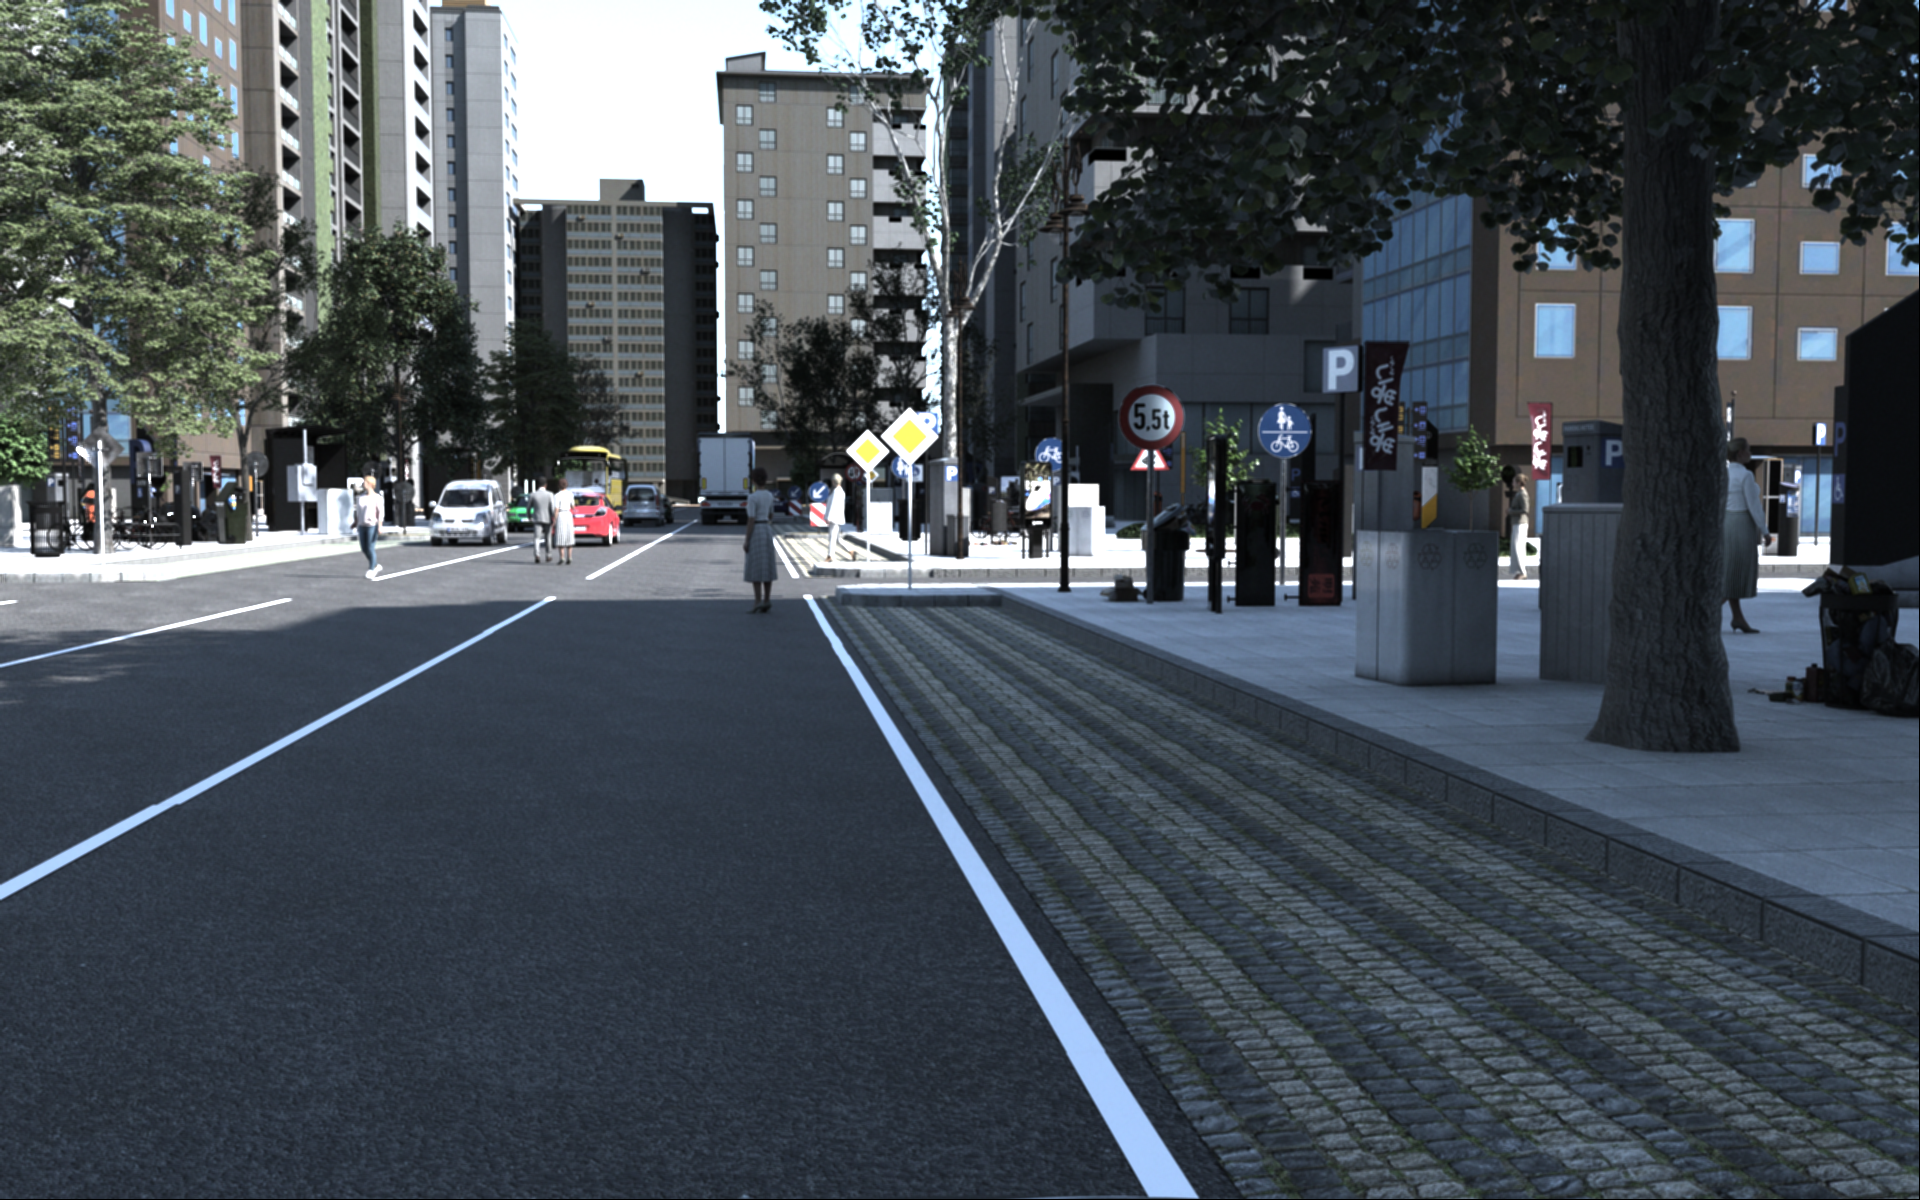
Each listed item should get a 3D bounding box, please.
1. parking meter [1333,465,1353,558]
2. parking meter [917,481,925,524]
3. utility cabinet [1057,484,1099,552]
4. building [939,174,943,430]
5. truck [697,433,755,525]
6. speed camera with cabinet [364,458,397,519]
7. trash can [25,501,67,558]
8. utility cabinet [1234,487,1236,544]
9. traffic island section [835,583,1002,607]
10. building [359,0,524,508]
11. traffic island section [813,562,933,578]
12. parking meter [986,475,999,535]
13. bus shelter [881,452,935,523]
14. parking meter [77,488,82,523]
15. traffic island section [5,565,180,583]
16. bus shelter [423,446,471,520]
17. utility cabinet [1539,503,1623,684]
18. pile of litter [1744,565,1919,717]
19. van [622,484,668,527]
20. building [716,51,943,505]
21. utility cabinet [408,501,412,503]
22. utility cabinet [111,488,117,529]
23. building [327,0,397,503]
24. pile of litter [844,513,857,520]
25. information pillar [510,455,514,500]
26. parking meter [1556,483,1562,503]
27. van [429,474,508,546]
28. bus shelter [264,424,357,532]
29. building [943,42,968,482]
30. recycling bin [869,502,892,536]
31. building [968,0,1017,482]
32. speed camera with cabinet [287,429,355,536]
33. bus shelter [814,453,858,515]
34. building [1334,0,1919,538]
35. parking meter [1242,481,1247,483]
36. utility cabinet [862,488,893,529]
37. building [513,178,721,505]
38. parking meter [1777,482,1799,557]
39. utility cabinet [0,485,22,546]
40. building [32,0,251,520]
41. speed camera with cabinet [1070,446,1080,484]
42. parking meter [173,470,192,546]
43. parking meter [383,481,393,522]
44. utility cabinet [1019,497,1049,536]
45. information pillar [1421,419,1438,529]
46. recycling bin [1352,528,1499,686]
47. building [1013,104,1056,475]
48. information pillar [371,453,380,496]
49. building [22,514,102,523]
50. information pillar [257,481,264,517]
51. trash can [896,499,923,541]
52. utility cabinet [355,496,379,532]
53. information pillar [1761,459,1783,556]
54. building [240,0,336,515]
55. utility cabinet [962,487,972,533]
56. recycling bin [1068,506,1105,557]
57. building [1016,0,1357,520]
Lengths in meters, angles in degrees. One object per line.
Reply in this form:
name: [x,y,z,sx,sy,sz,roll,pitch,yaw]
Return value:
parking meter: [7.749,-1.796,35.084,0.255,1.863,0.399,-2,4,-23]
parking meter: [-1.628,-4.231,74.889,0.399,1.863,0.255,1,4,9]
utility cabinet: [2.615,-1.821,38.447,0.318,1.500,1.173,3,5,39]
building: [5.335,-34.387,212.338,14.200,45.320,14.600,0,4,-7]
truck: [-11.287,-5.851,84.584,2.839,4.237,11.283,0,4,-6]
speed camera with cabinet: [-30.193,-5.883,90.525,0.660,3.252,2.038,2,4,33]
trash can: [-18.520,-1.436,35.126,0.748,1.137,0.748,0,3,0]
utility cabinet: [7.188,-2.184,44.380,0.318,1.500,1.173,1,4,11]
traffic island section: [-0.628,-0.058,23.224,2.009,0.180,2.903,0,4,-7]
building: [-67.308,-40.677,207.066,28.212,58.520,21.231,0,4,-7]
traffic island section: [-1.609,-0.542,31.149,2.009,0.180,2.903,0,4,-7]
parking meter: [1.025,-2.975,54.352,0.399,1.863,0.255,0,4,8]
bus shelter: [-2.404,-5.167,78.398,2.014,3.302,5.546,0,4,-7]
parking meter: [-36.490,-3.892,72.053,0.372,1.533,0.369,0,3,0]
traffic island section: [-14.652,-0.444,29.545,2.009,0.180,2.903,0,4,-7]
bus shelter: [-25.904,-5.926,88.167,1.731,3.624,6.357,0,4,-7]
utility cabinet: [4.490,-0.036,11.751,1.020,1.237,0.306,3,4,39]
pile of litter: [5.611,0.210,10.530,1.176,0.858,1.719,0,4,-5]
van: [-14.094,-4.298,77.284,2.013,2.044,4.112,0,4,-7]
building: [-16.184,-38.350,216.264,27.495,52.752,28.713,0,4,-7]
utility cabinet: [-28.375,-4.738,88.630,0.306,1.237,1.020,-3,4,-36]
utility cabinet: [-30.932,-3.295,62.547,0.318,1.500,1.173,0,4,5]
building: [-52.412,-41.969,124.447,20.563,71.187,20.611,0,4,-7]
pile of litter: [-5.113,-4.045,80.103,1.719,0.858,1.176,0,4,5]
information pillar: [-25.914,-6.658,100.213,0.183,3.616,0.504,0,4,-6]
parking meter: [13.373,-1.827,38.279,0.372,1.533,0.369,0,3,0]
van: [-13.896,-2.572,49.063,2.013,2.044,4.112,0,4,-7]
bus shelter: [-22.863,-4.279,61.252,1.731,3.624,6.357,0,4,-7]
building: [5.184,-29.235,161.584,14.154,41.232,14.086,0,4,-7]
recycling bin: [-2.468,-2.496,53.369,0.722,1.027,0.722,0,4,-3]
building: [11.177,-36.550,139.596,21.231,58.520,28.212,0,4,-7]
speed camera with cabinet: [-19.846,-3.635,53.771,0.660,3.252,2.038,2,4,32]
bus shelter: [-6.238,-5.715,87.365,2.014,3.302,5.546,0,4,-7]
building: [21.537,-24.831,56.096,14.200,45.320,14.600,0,4,-7]
parking meter: [11.362,-3.897,69.421,0.399,1.863,0.255,0,3,0]
utility cabinet: [-3.025,-3.359,63.599,1.173,1.500,0.318,2,4,29]
building: [-42.032,-32.050,215.902,23.993,40.220,32.217,0,4,-7]
parking meter: [17.012,-1.661,35.569,0.372,1.533,0.369,0,3,0]
utility cabinet: [-23.209,-2.057,42.304,0.318,1.500,1.173,-1,4,-19]
building: [-47.102,-26.995,91.476,14.600,45.320,14.200,0,4,-7]
speed camera with cabinet: [4.103,-4.690,71.015,2.038,3.252,0.660,2,4,30]
parking meter: [-19.318,-2.283,43.030,0.399,1.863,0.255,2,4,34]
parking meter: [-26.314,-4.525,79.697,0.399,1.863,0.255,2,4,27]
utility cabinet: [2.346,-2.586,53.447,1.020,1.237,0.306,-1,4,-21]
information pillar: [14.208,-3.735,52.422,0.504,3.616,0.183,-1,4,-14]
recycling bin: [3.208,0.038,11.939,0.722,1.027,0.722,-1,4,-15]
building: [10.539,-21.244,119.048,14.160,30.474,14.107,0,4,-7]
information pillar: [-26.428,-5.323,78.383,0.183,3.616,0.504,1,4,20]
building: [-50.399,-28.905,61.830,28.713,52.752,27.495,0,4,-7]
information pillar: [-38.630,-5.569,95.548,0.304,2.012,0.304,0,4,-4]
trash can: [-1.372,-2.187,47.418,0.748,1.137,0.748,0,3,0]
utility cabinet: [-19.912,-2.886,58.349,0.306,1.237,1.020,1,4,18]
information pillar: [16.934,-1.934,36.116,0.304,2.012,0.304,1,4,10]
building: [-48.073,-25.985,108.449,14.154,41.232,14.086,0,4,-7]
utility cabinet: [0.218,-2.956,57.005,0.318,1.500,1.173,0,4,5]
recycling bin: [2.542,-1.416,35.714,0.722,1.027,0.722,2,4,24]
building: [18.315,-30.829,93.287,28.713,52.752,27.495,0,4,-7]
